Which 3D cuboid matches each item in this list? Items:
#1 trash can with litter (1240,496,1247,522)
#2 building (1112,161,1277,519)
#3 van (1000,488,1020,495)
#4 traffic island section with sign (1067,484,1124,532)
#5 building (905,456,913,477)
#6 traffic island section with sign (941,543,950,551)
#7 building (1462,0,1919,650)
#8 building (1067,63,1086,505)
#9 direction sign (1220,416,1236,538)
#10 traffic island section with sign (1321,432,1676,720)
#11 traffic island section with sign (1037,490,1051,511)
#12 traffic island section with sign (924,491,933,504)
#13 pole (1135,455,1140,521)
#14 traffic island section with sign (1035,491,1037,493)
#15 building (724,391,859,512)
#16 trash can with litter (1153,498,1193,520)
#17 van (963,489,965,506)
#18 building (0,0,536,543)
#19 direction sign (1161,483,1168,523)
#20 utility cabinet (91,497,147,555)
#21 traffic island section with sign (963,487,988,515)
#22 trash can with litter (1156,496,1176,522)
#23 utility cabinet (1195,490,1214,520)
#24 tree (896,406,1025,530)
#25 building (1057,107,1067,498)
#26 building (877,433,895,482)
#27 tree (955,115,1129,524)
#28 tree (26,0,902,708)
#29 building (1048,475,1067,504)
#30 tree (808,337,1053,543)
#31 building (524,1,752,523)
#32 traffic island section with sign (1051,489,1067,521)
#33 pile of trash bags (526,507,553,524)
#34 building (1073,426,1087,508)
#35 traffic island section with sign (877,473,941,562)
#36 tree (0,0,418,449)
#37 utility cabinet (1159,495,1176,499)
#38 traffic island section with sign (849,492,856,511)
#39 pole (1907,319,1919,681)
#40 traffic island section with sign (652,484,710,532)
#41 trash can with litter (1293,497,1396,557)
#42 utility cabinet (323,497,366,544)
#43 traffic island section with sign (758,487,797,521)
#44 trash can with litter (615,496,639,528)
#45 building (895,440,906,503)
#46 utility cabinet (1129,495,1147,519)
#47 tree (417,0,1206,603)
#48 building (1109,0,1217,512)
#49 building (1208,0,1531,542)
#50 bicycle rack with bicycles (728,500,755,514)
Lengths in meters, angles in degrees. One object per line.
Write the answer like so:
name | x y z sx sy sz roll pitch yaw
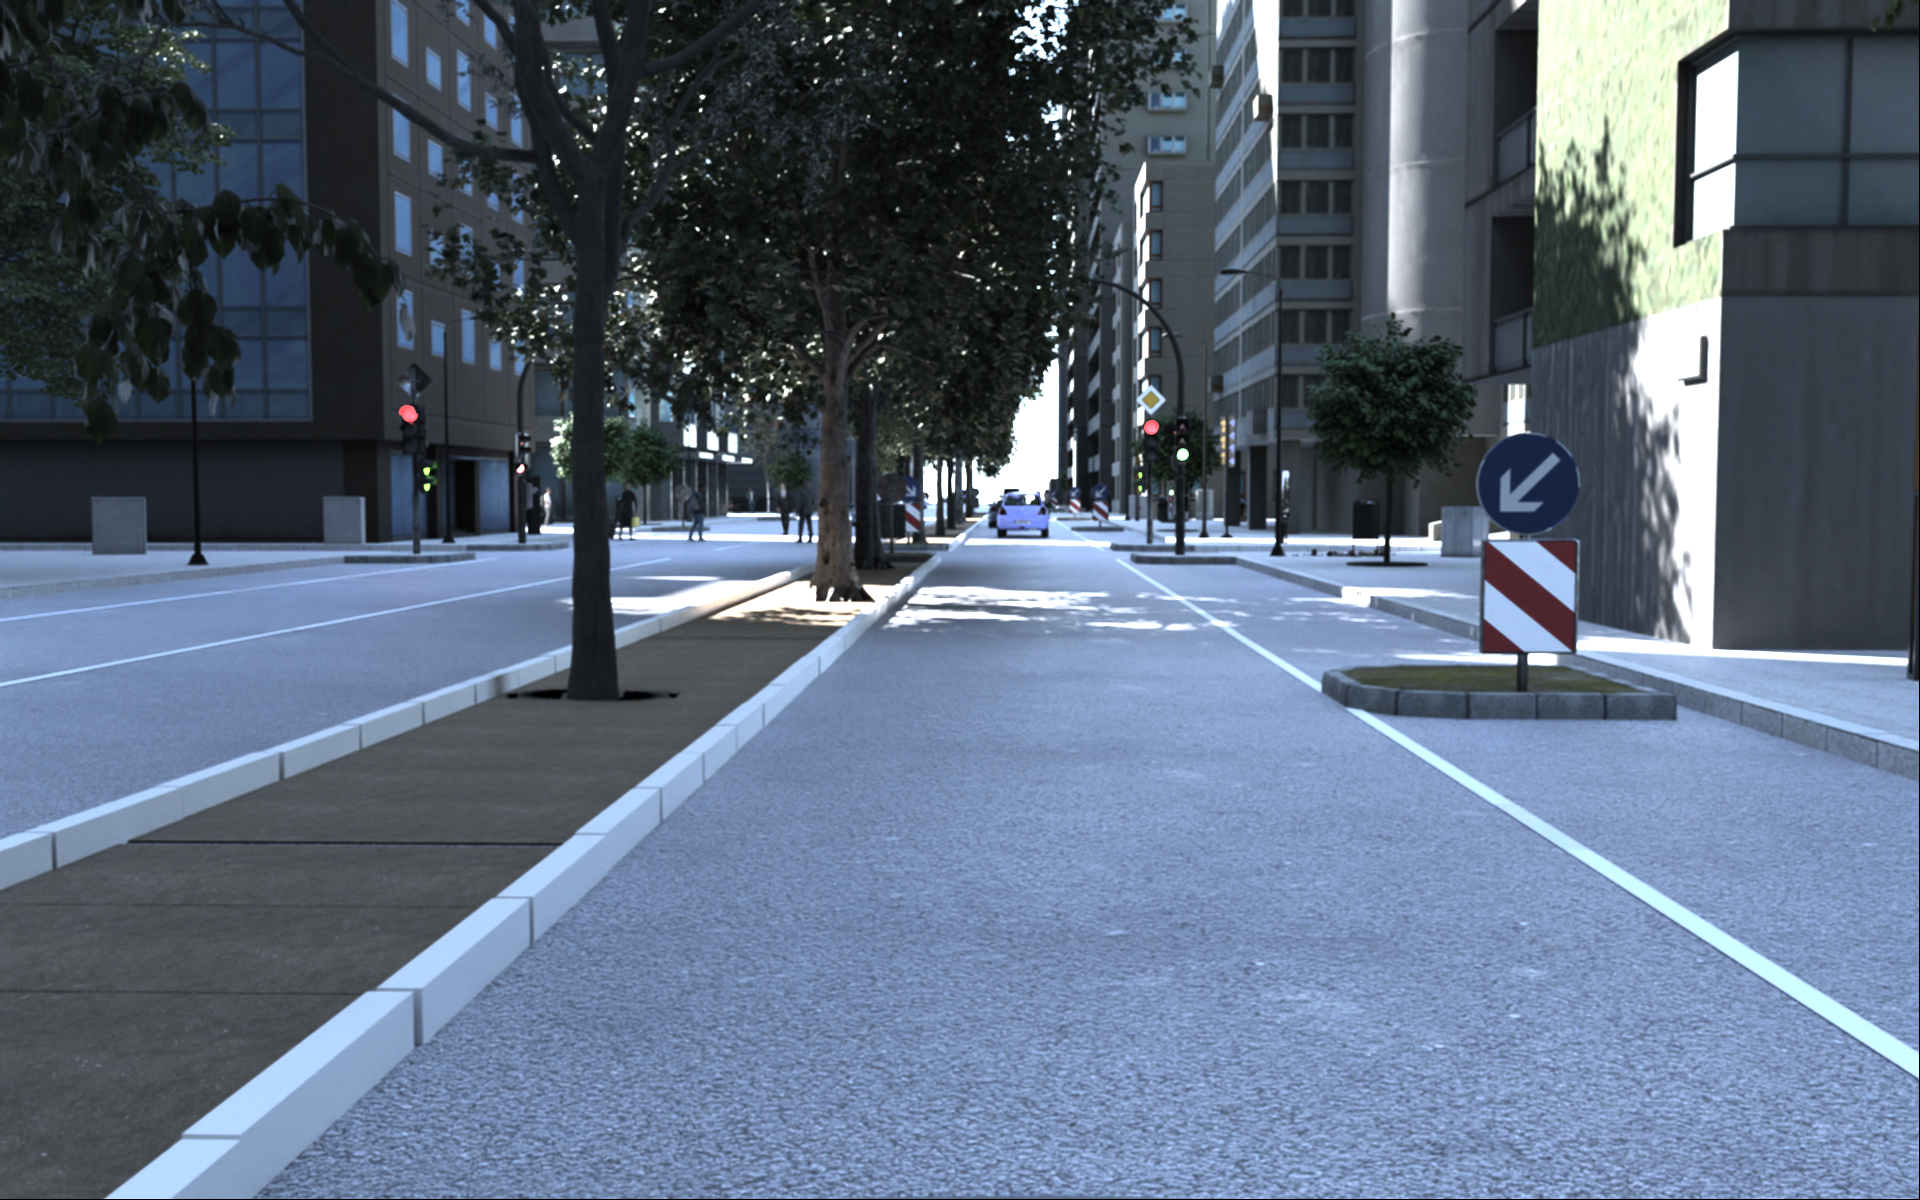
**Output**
trash can with litter | 13.201 -4.246 80.802 0.624 1.170 1.055 0 4 -6
building | 23.864 -15.852 104.218 27.650 21.520 28.899 0 4 2
van | 5.054 -10.200 171.160 2.240 2.365 5.245 0 4 0
traffic island section with sign | 5.295 -3.578 67.125 1.989 1.847 2.006 0 4 2
building | -14.323 -37.825 268.549 14.600 45.320 14.200 0 4 2
traffic island section with sign | -1.276 -2.222 44.468 2.006 1.907 1.989 0 4 2
building | 13.412 -20.551 19.609 14.154 41.232 14.086 0 4 2
building | 22.389 -34.230 183.367 21.300 48.544 21.600 0 4 2
direction sign | 7.780 -3.571 50.384 0.379 3.537 0.876 -1 4 -21
traffic island section with sign | 3.581 -0.203 11.952 1.989 1.847 2.006 0 4 2
traffic island section with sign | 7.657 -8.273 143.890 1.989 1.847 2.006 0 4 2
traffic island section with sign | -4.937 -15.043 254.587 1.989 1.847 2.006 0 4 2
pole | 8.468 -5.431 82.644 0.158 3.312 0.155 0 3 0
traffic island section with sign | 8.509 -9.966 171.578 1.989 1.847 2.006 0 4 2
building | -20.518 -37.906 161.767 21.231 58.520 28.212 0 4 2
trash can with litter | 10.544 -4.622 86.628 2.233 1.210 1.678 0 4 1
van | 1.087 -12.488 208.558 2.240 2.365 5.245 0 4 1
building | -21.555 -24.509 50.838 14.600 45.320 14.200 0 4 2
direction sign | 9.209 -5.236 77.613 0.876 3.537 0.379 1 4 22
utility cabinet | -17.902 -1.573 36.884 1.020 1.237 0.306 -1 4 -17
traffic island section with sign | 1.037 -6.816 119.571 2.006 1.907 1.989 0 4 2
trash can with litter | 9.709 -4.244 80.782 1.055 1.170 0.624 -1 4 -9
utility cabinet | 12.064 -4.698 85.490 0.318 1.500 1.173 -2 4 -25
tree | -0.473 -8.658 69.764 9.928 11.665 9.643 0 3 0
building | 24.220 -42.865 242.836 21.231 58.520 28.212 0 4 2
building | -19.442 -36.140 214.598 21.300 48.544 21.600 0 4 2
tree | 1.151 -13.622 81.068 12.611 20.169 13.585 0 3 0
tree | -2.593 -6.057 11.855 12.009 13.543 11.850 0 3 0
building | 24.072 -50.678 266.831 20.563 71.187 20.611 0 4 2
tree | -1.073 -7.819 48.429 7.486 12.596 7.792 0 3 0
building | -23.965 -28.723 89.236 23.786 49.044 30.456 0 4 2
traffic island section with sign | 6.129 -5.250 94.458 1.989 1.847 2.006 0 4 2
pile of trash bags | -18.977 -3.902 73.553 3.447 1.369 1.912 0 4 -4
building | 22.059 -51.577 155.955 22.319 86.520 31.000 0 4 2
traffic island section with sign | -1.515 -1.769 37.065 2.006 1.907 1.989 0 4 2
tree | -2.668 -3.095 3.423 4.360 8.622 3.978 0 3 0
utility cabinet | 10.118 -4.469 84.234 0.306 1.237 1.020 -2 4 -29
traffic island section with sign | -8.353 -8.294 144.229 1.989 1.847 2.006 0 4 2
pole | 6.650 -1.102 11.862 0.158 3.312 0.155 0 3 0
traffic island section with sign | -10.752 -3.573 67.045 1.989 1.847 2.006 0 4 2
trash can with litter | 8.027 -1.526 36.012 2.233 1.210 1.678 0 4 5
utility cabinet | -15.752 -2.029 44.331 1.020 1.237 0.306 1 4 9
traffic island section with sign | -9.908 -5.237 94.251 1.989 1.847 2.006 0 4 2
trash can with litter | -12.997 -3.419 66.963 1.678 1.210 2.233 0 4 5
building | -14.758 -28.261 233.766 14.160 30.474 14.107 0 4 2
utility cabinet | 9.181 -4.814 89.873 1.020 1.237 0.306 1 4 9
tree | -1.671 -6.317 22.747 9.611 12.733 9.660 0 3 0
building | 20.803 -31.019 130.854 21.300 48.544 21.600 0 4 2
building | 21.544 -22.463 59.157 23.993 40.220 32.217 0 4 2
bicycle rack with bicycles | -14.565 -5.973 111.047 2.925 0.926 2.852 -2 4 -27
